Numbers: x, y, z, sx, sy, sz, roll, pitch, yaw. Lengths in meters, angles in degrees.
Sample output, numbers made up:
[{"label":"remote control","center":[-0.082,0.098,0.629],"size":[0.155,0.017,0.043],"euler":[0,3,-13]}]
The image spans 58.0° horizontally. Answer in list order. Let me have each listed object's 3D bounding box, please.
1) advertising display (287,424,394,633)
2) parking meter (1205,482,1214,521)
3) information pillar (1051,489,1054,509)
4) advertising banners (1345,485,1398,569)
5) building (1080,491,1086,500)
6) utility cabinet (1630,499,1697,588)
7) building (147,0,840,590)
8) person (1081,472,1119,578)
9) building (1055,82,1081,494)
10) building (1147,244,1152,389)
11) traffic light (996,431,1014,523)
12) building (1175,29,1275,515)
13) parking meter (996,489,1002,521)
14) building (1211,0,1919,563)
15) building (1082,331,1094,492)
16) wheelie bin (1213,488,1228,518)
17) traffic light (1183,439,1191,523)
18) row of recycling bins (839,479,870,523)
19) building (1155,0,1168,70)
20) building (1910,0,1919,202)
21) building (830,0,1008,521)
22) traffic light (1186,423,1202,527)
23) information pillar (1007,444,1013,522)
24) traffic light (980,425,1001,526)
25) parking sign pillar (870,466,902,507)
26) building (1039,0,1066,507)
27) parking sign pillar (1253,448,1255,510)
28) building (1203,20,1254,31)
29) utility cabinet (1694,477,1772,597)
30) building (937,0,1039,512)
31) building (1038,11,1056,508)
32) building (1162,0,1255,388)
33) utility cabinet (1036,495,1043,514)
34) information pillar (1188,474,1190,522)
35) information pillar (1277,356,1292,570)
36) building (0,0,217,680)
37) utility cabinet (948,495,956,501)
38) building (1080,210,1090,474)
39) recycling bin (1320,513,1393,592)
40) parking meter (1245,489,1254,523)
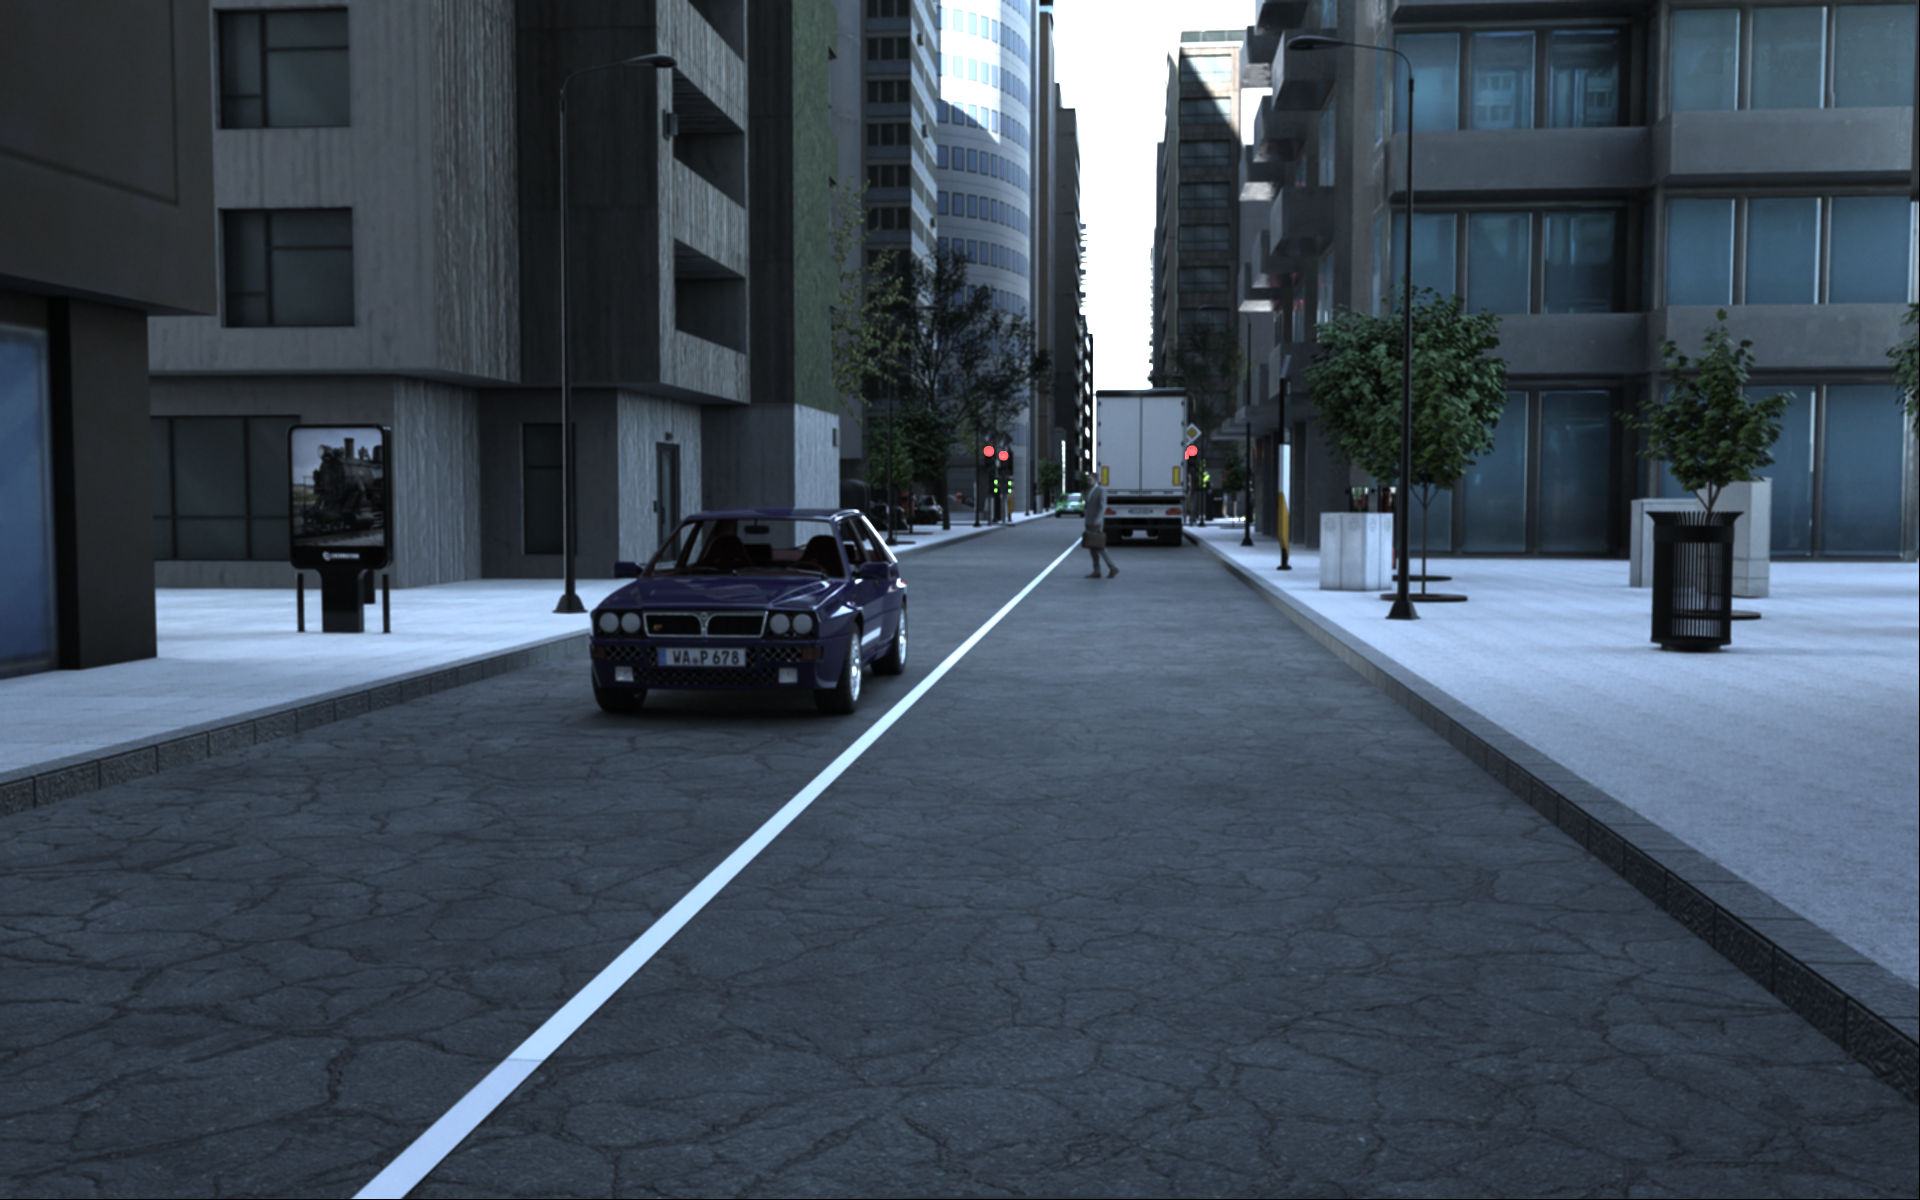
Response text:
[{"label":"advertising display","center":[-5.719,-0.660,16.005],"size":[0.974,1.923,0.123],"euler":[1,4,9]},{"label":"parking meter","center":[11.942,-4.717,82.834],"size":[0.399,1.863,0.255],"euler":[0,4,-5]},{"label":"information pillar","center":[8.132,-9.032,152.170],"size":[0.304,2.012,0.304],"euler":[0,4,-5]},{"label":"advertising banners","center":[7.243,-2.031,29.390],"size":[2.074,3.025,0.090],"euler":[-3,4,-38]},{"label":"building","center":[1.982,-34.098,249.380],"size":[32.217,40.220,23.993],"euler":[0,4,6]},{"label":"utility cabinet","center":[9.766,-0.776,23.843],"size":[1.020,1.237,0.306],"euler":[-1,4,-9]},{"label":"building","center":[-10.125,-15.710,28.553],"size":[14.160,30.474,14.107],"euler":[0,4,6]},{"label":"person","center":[2.307,-1.284,29.612],"size":[0.853,1.813,0.709],"euler":[-2,4,-33]},{"label":"building","center":[3.563,-35.782,208.735],"size":[21.300,48.544,21.600],"euler":[0,4,6]},{"label":"building","center":[42.874,-39.086,293.683],"size":[22.147,44.769,28.867],"euler":[0,4,6]},{"label":"traffic light","center":[1.974,-5.390,77.048],"size":[0.839,4.253,0.868],"euler":[0,4,6]},{"label":"building","center":[20.900,-20.780,111.462],"size":[14.160,30.474,14.107],"euler":[0,4,6]},{"label":"parking meter","center":[1.798,-4.504,82.053],"size":[0.372,1.533,0.369],"euler":[0,3,0]},{"label":"building","center":[19.082,-26.014,44.930],"size":[23.786,49.044,30.456],"euler":[0,4,6]},{"label":"building","center":[15.969,-32.246,298.923],"size":[14.160,30.474,14.107],"euler":[0,4,6]},{"label":"wheelie bin","center":[13.800,-5.153,92.157],"size":[0.980,1.594,0.693],"euler":[2,4,32]},{"label":"traffic light","center":[9.899,-5.344,76.292],"size":[0.839,4.253,0.868],"euler":[0,4,6]},{"label":"row of recycling bins","center":[-3.066,-2.544,48.706],"size":[1.069,1.692,3.534],"euler":[0,3,0]},{"label":"building","center":[31.511,-39.452,187.042],"size":[21.231,58.520,28.212],"euler":[0,4,6]},{"label":"building","center":[40.879,-22.735,55.310],"size":[14.086,41.232,14.154],"euler":[0,4,6]},{"label":"building","center":[-14.060,-24.303,89.242],"size":[32.217,40.220,23.993],"euler":[0,4,6]},{"label":"traffic light","center":[9.122,-4.858,68.345],"size":[0.839,4.253,0.868],"euler":[0,4,6]},{"label":"information pillar","center":[2.317,-5.409,79.787],"size":[0.183,3.616,0.504],"euler":[-1,4,-18]},{"label":"traffic light","center":[1.197,-4.904,69.101],"size":[0.839,4.253,0.868],"euler":[0,4,6]},{"label":"parking sign pillar","center":[-2.869,-4.880,68.264],"size":[1.447,3.967,1.447],"euler":[0,4,8]},{"label":"building","center":[0.290,-53.141,181.519],"size":[22.319,86.520,31.000],"euler":[0,4,6]},{"label":"parking sign pillar","center":[17.680,-6.861,100.652],"size":[1.447,3.967,1.447],"euler":[1,4,15]},{"label":"building","center":[31.176,-27.242,137.291],"size":[32.217,40.220,23.993],"euler":[0,4,6]},{"label":"utility cabinet","center":[9.734,-0.803,21.809],"size":[0.318,1.500,1.173],"euler":[0,4,-7]},{"label":"building","center":[-5.496,-35.708,125.827],"size":[21.231,58.520,28.212],"euler":[0,4,6]},{"label":"building","center":[1.577,-31.185,159.986],"size":[14.600,45.320,14.200],"euler":[0,4,6]},{"label":"building","center":[29.932,-32.950,162.441],"size":[21.300,48.544,21.600],"euler":[0,4,6]},{"label":"utility cabinet","center":[5.115,-6.151,111.733],"size":[0.306,1.237,1.020],"euler":[1,4,13]},{"label":"information pillar","center":[10.772,-5.461,80.640],"size":[0.183,3.616,0.504],"euler":[-1,4,-16]},{"label":"information pillar","center":[5.468,-2.313,29.180],"size":[0.183,3.616,0.504],"euler":[1,4,23]},{"label":"building","center":[-13.481,-21.780,6.210],"size":[14.600,45.320,14.200],"euler":[0,4,6]},{"label":"utility cabinet","center":[-0.729,-6.184,112.269],"size":[1.020,1.237,0.306],"euler":[-1,4,-12]},{"label":"building","center":[9.274,-40.159,276.203],"size":[23.786,49.044,30.456],"euler":[0,4,6]},{"label":"recycling bin","center":[5.313,-0.652,23.219],"size":[0.722,1.027,0.722],"euler":[3,5,45]},{"label":"parking meter","center":[12.752,-4.154,76.324],"size":[0.372,1.533,0.369],"euler":[0,3,0]}]
